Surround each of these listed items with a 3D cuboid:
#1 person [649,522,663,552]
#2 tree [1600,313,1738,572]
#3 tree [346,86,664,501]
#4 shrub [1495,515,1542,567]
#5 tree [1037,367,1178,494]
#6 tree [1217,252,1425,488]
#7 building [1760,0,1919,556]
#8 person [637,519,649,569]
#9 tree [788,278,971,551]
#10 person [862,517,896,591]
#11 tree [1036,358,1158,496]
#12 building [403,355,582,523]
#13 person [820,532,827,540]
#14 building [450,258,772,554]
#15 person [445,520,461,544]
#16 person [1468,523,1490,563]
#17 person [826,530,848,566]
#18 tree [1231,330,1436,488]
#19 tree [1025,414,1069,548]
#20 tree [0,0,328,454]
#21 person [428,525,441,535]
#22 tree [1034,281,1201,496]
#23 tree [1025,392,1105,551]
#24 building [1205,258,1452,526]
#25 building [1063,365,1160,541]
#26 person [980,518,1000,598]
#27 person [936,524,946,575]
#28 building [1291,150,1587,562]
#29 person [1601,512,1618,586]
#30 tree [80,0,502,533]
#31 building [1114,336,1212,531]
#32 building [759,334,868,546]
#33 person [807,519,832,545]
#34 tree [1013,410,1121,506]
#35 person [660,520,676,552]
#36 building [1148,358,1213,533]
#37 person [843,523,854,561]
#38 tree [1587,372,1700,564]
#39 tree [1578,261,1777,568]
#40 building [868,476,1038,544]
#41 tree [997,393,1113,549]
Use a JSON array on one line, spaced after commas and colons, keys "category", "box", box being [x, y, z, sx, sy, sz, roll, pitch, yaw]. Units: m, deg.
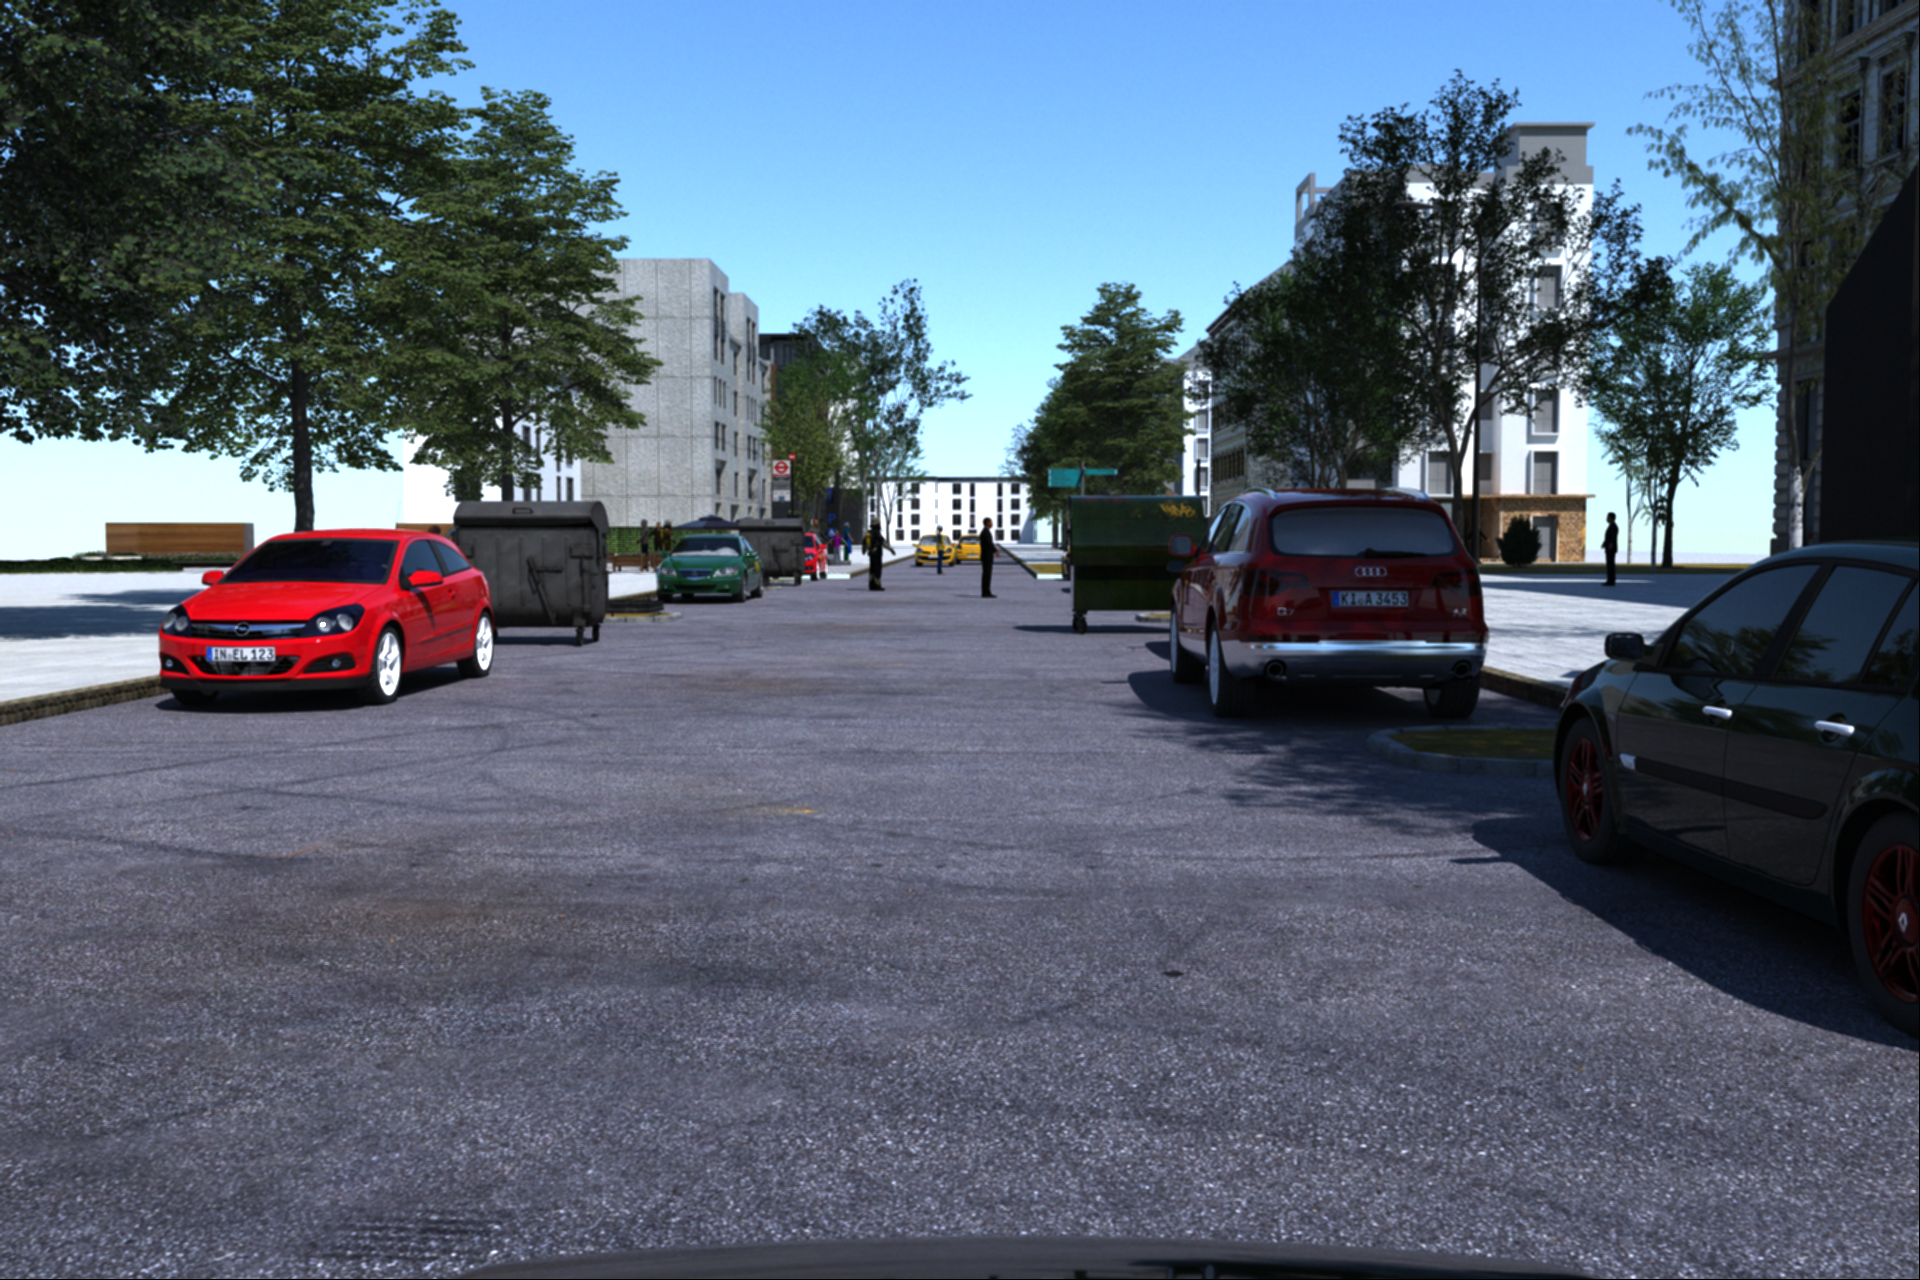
[{"category": "person", "box": [-13.467, -4.356, 77.350, 1.346, 1.812, 0.704, 0, 4, -1]}, {"category": "tree", "box": [23.658, -6.596, 58.200, 4.737, 8.622, 4.395, 0, 3, 0]}, {"category": "tree", "box": [-11.507, -7.711, 44.199, 7.486, 12.596, 7.792, 0, 3, 0]}, {"category": "shrub", "box": [21.584, -3.843, 66.875, 1.661, 2.075, 1.752, 0, 3, 0]}, {"category": "tree", "box": [7.584, -9.412, 88.306, 7.601, 10.594, 8.767, -1, 4, -13]}, {"category": "tree", "box": [13.104, -8.423, 63.474, 9.928, 11.665, 9.643, 0, 3, 0]}, {"category": "building", "box": [30.245, -13.280, 44.841, 11.050, 23.595, 19.941, 0, 4, 1]}, {"category": "person", "box": [-11.465, -3.468, 62.834, 0.705, 1.813, 1.348, 0, 4, 3]}, {"category": "tree", "box": [-5.778, -16.621, 127.649, 12.611, 20.169, 13.585, 0, 3, 0]}, {"category": "person", "box": [-2.115, -2.177, 43.836, 0.705, 1.856, 1.354, -3, 4, -38]}, {"category": "tree", "box": [8.085, -10.796, 102.266, 9.928, 11.665, 9.643, 0, 3, 0]}, {"category": "building", "box": [-25.270, -9.371, 95.365, 9.099, 9.664, 28.070, 0, 4, 1]}, {"category": "person", "box": [-6.770, -5.149, 90.908, 1.216, 1.740, 0.721, -1, 4, -10]}, {"category": "building", "box": [-24.179, -15.946, 127.175, 16.747, 18.905, 31.486, 0, 4, 1]}, {"category": "person", "box": [-15.777, -2.976, 54.494, 0.704, 1.849, 1.345, 2, 4, 30]}, {"category": "person", "box": [22.594, -4.247, 75.632, 0.705, 1.806, 1.347, -2, 4, -24]}, {"category": "person", "box": [-5.000, -3.725, 70.167, 0.991, 1.433, 0.599, 1, 4, 16]}, {"category": "tree", "box": [16.080, -8.554, 74.274, 8.767, 10.594, 7.601, 0, 4, -1]}, {"category": "tree", "box": [8.901, -14.696, 158.410, 7.486, 12.596, 7.792, 0, 3, 0]}, {"category": "tree", "box": [-12.120, -6.900, 19.478, 9.857, 13.997, 8.962, 0, 3, 0]}, {"category": "person", "box": [-8.831, -1.174, 28.464, 0.421, 1.427, 0.697, 3, 4, 36]}, {"category": "tree", "box": [7.267, -9.821, 78.700, 7.486, 12.596, 7.792, 0, 3, 0]}, {"category": "tree", "box": [8.390, -13.269, 135.081, 7.486, 12.596, 7.792, 0, 3, 0]}, {"category": "building", "box": [27.655, -17.609, 118.836, 19.493, 23.208, 18.063, 0, 4, 1]}, {"category": "building", "box": [27.251, -23.322, 225.291, 27.936, 21.610, 32.646, 0, 4, 1]}, {"category": "person", "box": [0.641, -1.862, 39.123, 0.704, 1.802, 1.346, -1, 4, -12]}, {"category": "person", "box": [-0.621, -3.214, 61.462, 0.721, 1.772, 1.216, 0, 4, -2]}, {"category": "building", "box": [22.910, -14.405, 91.934, 16.016, 20.090, 11.380, 0, 4, 0]}, {"category": "person", "box": [16.149, -2.263, 43.050, 0.704, 1.823, 1.345, 1, 4, 12]}, {"category": "tree", "box": [-11.901, -6.892, 30.813, 7.486, 12.596, 7.792, 0, 3, 0]}, {"category": "building", "box": [27.740, -22.473, 198.358, 19.493, 23.208, 18.063, 0, 4, 0]}, {"category": "building", "box": [-25.353, -21.353, 193.102, 27.936, 21.610, 32.646, 0, 4, 1]}, {"category": "person", "box": [-5.004, -3.290, 60.064, 0.705, 1.796, 1.348, 3, 5, 45]}, {"category": "tree", "box": [8.160, -11.340, 119.818, 8.767, 10.594, 7.601, -1, 4, -18]}, {"category": "person", "box": [-11.685, -3.891, 69.391, 0.705, 1.858, 1.354, -2, 4, -26]}, {"category": "building", "box": [24.843, -19.972, 182.966, 16.016, 20.090, 11.380, 0, 4, 1]}, {"category": "person", "box": [-5.203, -4.525, 80.112, 0.704, 1.817, 1.347, -1, 4, -20]}, {"category": "tree", "box": [28.449, -7.555, 73.883, 4.360, 8.622, 3.978, 0, 3, 0]}, {"category": "tree", "box": [27.146, -8.560, 65.708, 9.928, 11.665, 9.643, 0, 3, 0]}, {"category": "building", "box": [-2.994, -18.778, 251.626, 28.070, 9.664, 9.099, 1, 4, 9]}, {"category": "tree", "box": [8.221, -14.408, 145.946, 12.009, 13.543, 11.850, 0, 3, 0]}]
